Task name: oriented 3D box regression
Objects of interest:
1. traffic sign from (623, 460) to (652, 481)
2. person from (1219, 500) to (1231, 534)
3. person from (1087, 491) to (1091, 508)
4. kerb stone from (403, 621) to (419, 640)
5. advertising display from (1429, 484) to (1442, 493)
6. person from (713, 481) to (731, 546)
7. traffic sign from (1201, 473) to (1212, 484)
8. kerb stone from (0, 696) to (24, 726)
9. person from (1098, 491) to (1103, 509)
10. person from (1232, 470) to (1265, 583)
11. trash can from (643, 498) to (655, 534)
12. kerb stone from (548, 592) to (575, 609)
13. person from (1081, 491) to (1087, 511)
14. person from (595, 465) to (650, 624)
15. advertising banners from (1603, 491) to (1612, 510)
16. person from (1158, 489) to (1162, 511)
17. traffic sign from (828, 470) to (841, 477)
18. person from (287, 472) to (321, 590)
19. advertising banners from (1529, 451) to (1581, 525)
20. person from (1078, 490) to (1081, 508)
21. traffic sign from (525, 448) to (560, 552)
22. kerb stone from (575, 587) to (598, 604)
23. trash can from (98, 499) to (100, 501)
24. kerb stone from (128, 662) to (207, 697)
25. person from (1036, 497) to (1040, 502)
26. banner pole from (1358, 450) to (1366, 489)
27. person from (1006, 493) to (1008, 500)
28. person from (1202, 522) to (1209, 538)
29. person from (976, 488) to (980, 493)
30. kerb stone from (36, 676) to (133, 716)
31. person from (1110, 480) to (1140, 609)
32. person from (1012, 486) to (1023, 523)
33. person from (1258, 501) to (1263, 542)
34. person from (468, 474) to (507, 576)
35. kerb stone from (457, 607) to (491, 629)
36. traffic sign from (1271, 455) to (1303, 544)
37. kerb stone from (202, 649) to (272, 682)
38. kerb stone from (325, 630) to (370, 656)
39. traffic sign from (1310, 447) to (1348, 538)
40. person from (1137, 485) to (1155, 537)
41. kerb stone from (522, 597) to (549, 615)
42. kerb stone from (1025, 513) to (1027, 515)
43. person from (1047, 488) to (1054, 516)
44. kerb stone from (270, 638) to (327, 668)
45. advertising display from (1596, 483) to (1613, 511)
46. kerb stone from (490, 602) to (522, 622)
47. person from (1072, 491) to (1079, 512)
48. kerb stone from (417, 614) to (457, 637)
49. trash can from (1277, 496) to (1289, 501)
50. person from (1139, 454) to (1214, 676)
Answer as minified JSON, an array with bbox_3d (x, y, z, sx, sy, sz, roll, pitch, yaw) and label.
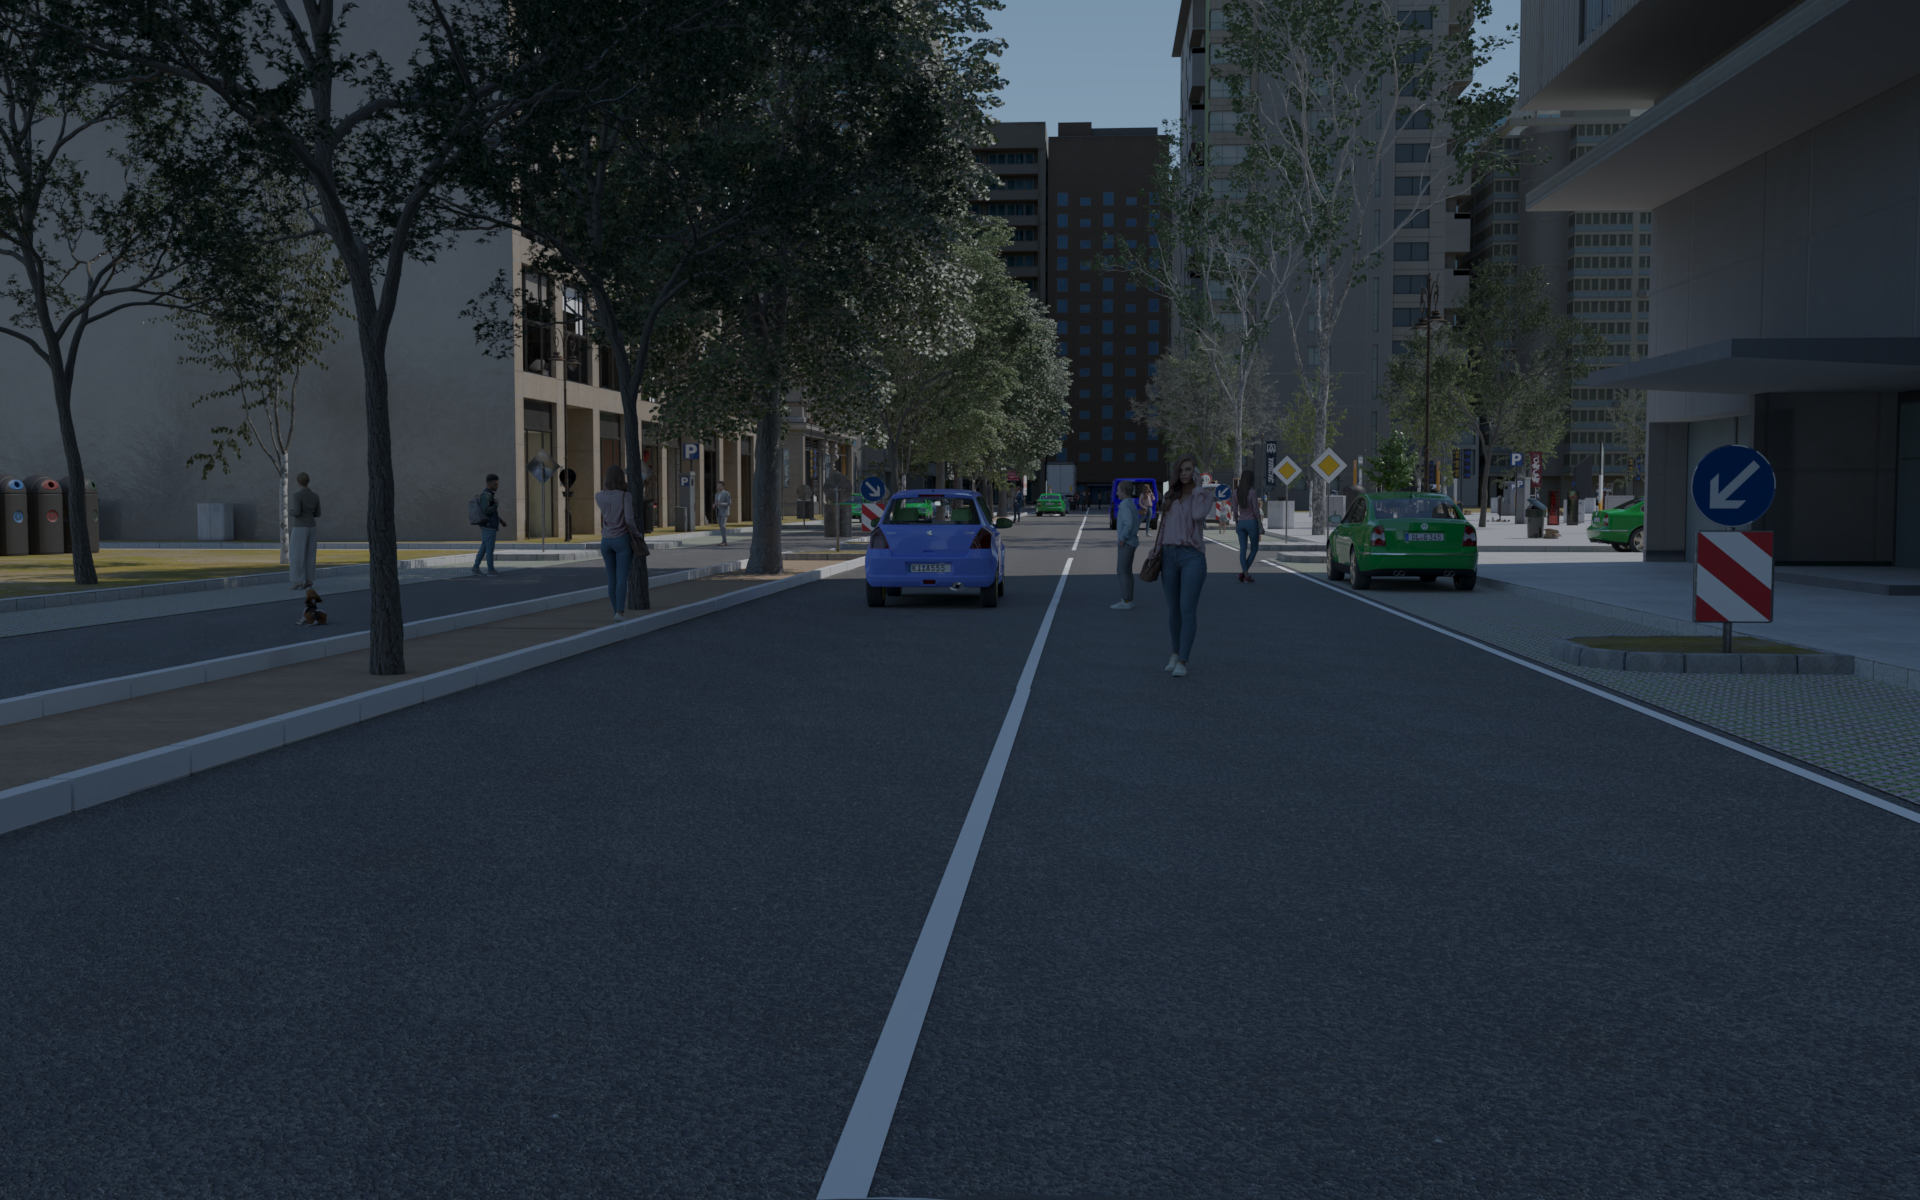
[{"bbox_3d":[-8.587,-2.601,46.172,0.795,2.450,0.064,0,4,4],"label":"traffic sign"},{"bbox_3d":[9.490,-2.964,61.979,0.505,1.210,0.382,2,4,26],"label":"person"},{"bbox_3d":[13.780,-10.712,184.435,0.445,1.727,0.742,0,4,1],"label":"person"},{"bbox_3d":[-5.486,0.342,16.671,0.120,0.150,1.000,0,4,4],"label":"kerb stone"},{"bbox_3d":[30.131,-6.399,109.843,0.974,1.923,0.123,-1,4,-22],"label":"advertising display"},{"bbox_3d":[-6.666,-2.408,48.065,0.606,1.804,0.583,2,4,34],"label":"person"},{"bbox_3d":[14.733,-6.353,103.977,0.768,2.556,0.104,1,4,8],"label":"traffic sign"},{"bbox_3d":[-5.955,0.715,10.557,0.120,0.150,1.000,0,4,4],"label":"kerb stone"},{"bbox_3d":[13.174,-9.356,162.176,0.721,1.736,1.217,1,4,18],"label":"person"},{"bbox_3d":[4.673,-1.192,28.007,0.555,1.821,0.388,2,4,31],"label":"person"},{"bbox_3d":[-10.248,-2.724,56.186,0.748,1.137,0.748,0,3,0],"label":"trash can"},{"bbox_3d":[-5.087,0.025,21.786,0.120,0.150,1.000,0,4,4],"label":"kerb stone"},{"bbox_3d":[10.331,-8.271,144.538,0.445,1.727,0.742,1,4,20],"label":"person"},{"bbox_3d":[-3.727,-0.599,18.882,0.593,1.750,0.643,1,4,17],"label":"person"},{"bbox_3d":[29.268,-5.040,78.594,0.090,3.025,2.074,0,4,7],"label":"advertising banners"},{"bbox_3d":[16.316,-8.171,142.108,0.705,1.823,1.348,-1,4,-11],"label":"person"},{"bbox_3d":[-6.691,-5.680,92.967,0.768,2.556,0.104,0,4,5],"label":"traffic sign"},{"bbox_3d":[-9.823,-1.030,25.889,0.362,1.759,0.519,2,4,29],"label":"person"},{"bbox_3d":[24.345,-4.570,70.905,2.074,3.025,0.090,1,4,10],"label":"advertising banners"},{"bbox_3d":[12.388,-10.535,180.768,0.705,1.821,1.348,1,4,13],"label":"person"},{"bbox_3d":[-9.203,-2.114,38.211,0.795,2.450,0.064,0,4,4],"label":"traffic sign"},{"bbox_3d":[-5.007,-0.038,22.809,0.120,0.150,1.000,0,4,4],"label":"kerb stone"},{"bbox_3d":[-24.106,-2.208,47.748,0.748,1.137,0.748,0,3,0],"label":"trash can"},{"bbox_3d":[-5.807,0.590,12.595,0.120,0.150,1.000,0,4,4],"label":"kerb stone"},{"bbox_3d":[6.809,-8.266,146.882,0.697,1.427,0.421,1,4,10],"label":"person"},{"bbox_3d":[22.716,-6.597,97.883,0.863,3.779,0.401,-3,5,-42],"label":"banner pole"},{"bbox_3d":[3.473,-7.757,136.043,0.721,1.735,1.217,3,4,36],"label":"person"},{"bbox_3d":[6.564,-2.134,48.890,1.012,1.151,0.738,0,4,0],"label":"person"},{"bbox_3d":[1.385,-7.529,131.230,0.705,1.869,1.348,-1,4,-15],"label":"person"},{"bbox_3d":[-5.881,0.650,11.576,0.120,0.150,1.000,0,4,4],"label":"kerb stone"},{"bbox_3d":[2.089,-0.701,21.767,0.330,1.601,0.589,2,4,26],"label":"person"},{"bbox_3d":[2.804,-4.650,84.711,0.419,1.800,0.721,-3,4,-37],"label":"person"},{"bbox_3d":[8.212,-2.121,47.860,0.332,1.250,0.352,2,4,24],"label":"person"},{"bbox_3d":[-8.189,-1.300,30.109,0.721,1.781,0.623,-2,4,-27],"label":"person"},{"bbox_3d":[-5.324,0.213,18.712,0.120,0.150,1.000,0,4,4],"label":"kerb stone"},{"bbox_3d":[8.455,-2.520,44.840,0.795,2.450,0.064,0,4,4],"label":"traffic sign"},{"bbox_3d":[-5.722,0.525,13.613,0.120,0.150,1.000,0,4,4],"label":"kerb stone"},{"bbox_3d":[-5.565,0.400,15.652,0.120,0.150,1.000,0,4,4],"label":"kerb stone"},{"bbox_3d":[7.839,-2.033,36.879,0.795,2.450,0.064,0,4,4],"label":"traffic sign"},{"bbox_3d":[6.196,-3.018,58.441,0.593,1.750,0.643,-3,5,-40],"label":"person"},{"bbox_3d":[-5.175,0.092,20.757,0.120,0.150,1.000,0,4,4],"label":"kerb stone"},{"bbox_3d":[4.238,-5.688,115.193,0.120,0.150,1.000,0,4,4],"label":"kerb stone"},{"bbox_3d":[6.025,-6.527,114.987,0.659,1.850,0.755,1,4,20],"label":"person"},{"bbox_3d":[-5.649,0.463,14.633,0.120,0.150,1.000,0,4,4],"label":"kerb stone"},{"bbox_3d":[36.996,-5.766,99.483,0.123,1.923,0.974,-3,5,-41],"label":"advertising display"},{"bbox_3d":[-5.248,0.151,19.731,0.120,0.150,1.000,0,4,4],"label":"kerb stone"},{"bbox_3d":[9.081,-7.730,136.359,0.593,1.643,0.415,0,4,-3],"label":"person"},{"bbox_3d":[-5.405,0.276,17.690,0.120,0.150,1.000,0,4,4],"label":"kerb stone"},{"bbox_3d":[20.512,-6.017,110.039,0.748,1.137,0.748,0,3,0],"label":"trash can"},{"bbox_3d":[1.769,-0.289,13.821,0.593,1.750,0.643,2,4,32],"label":"person"}]
